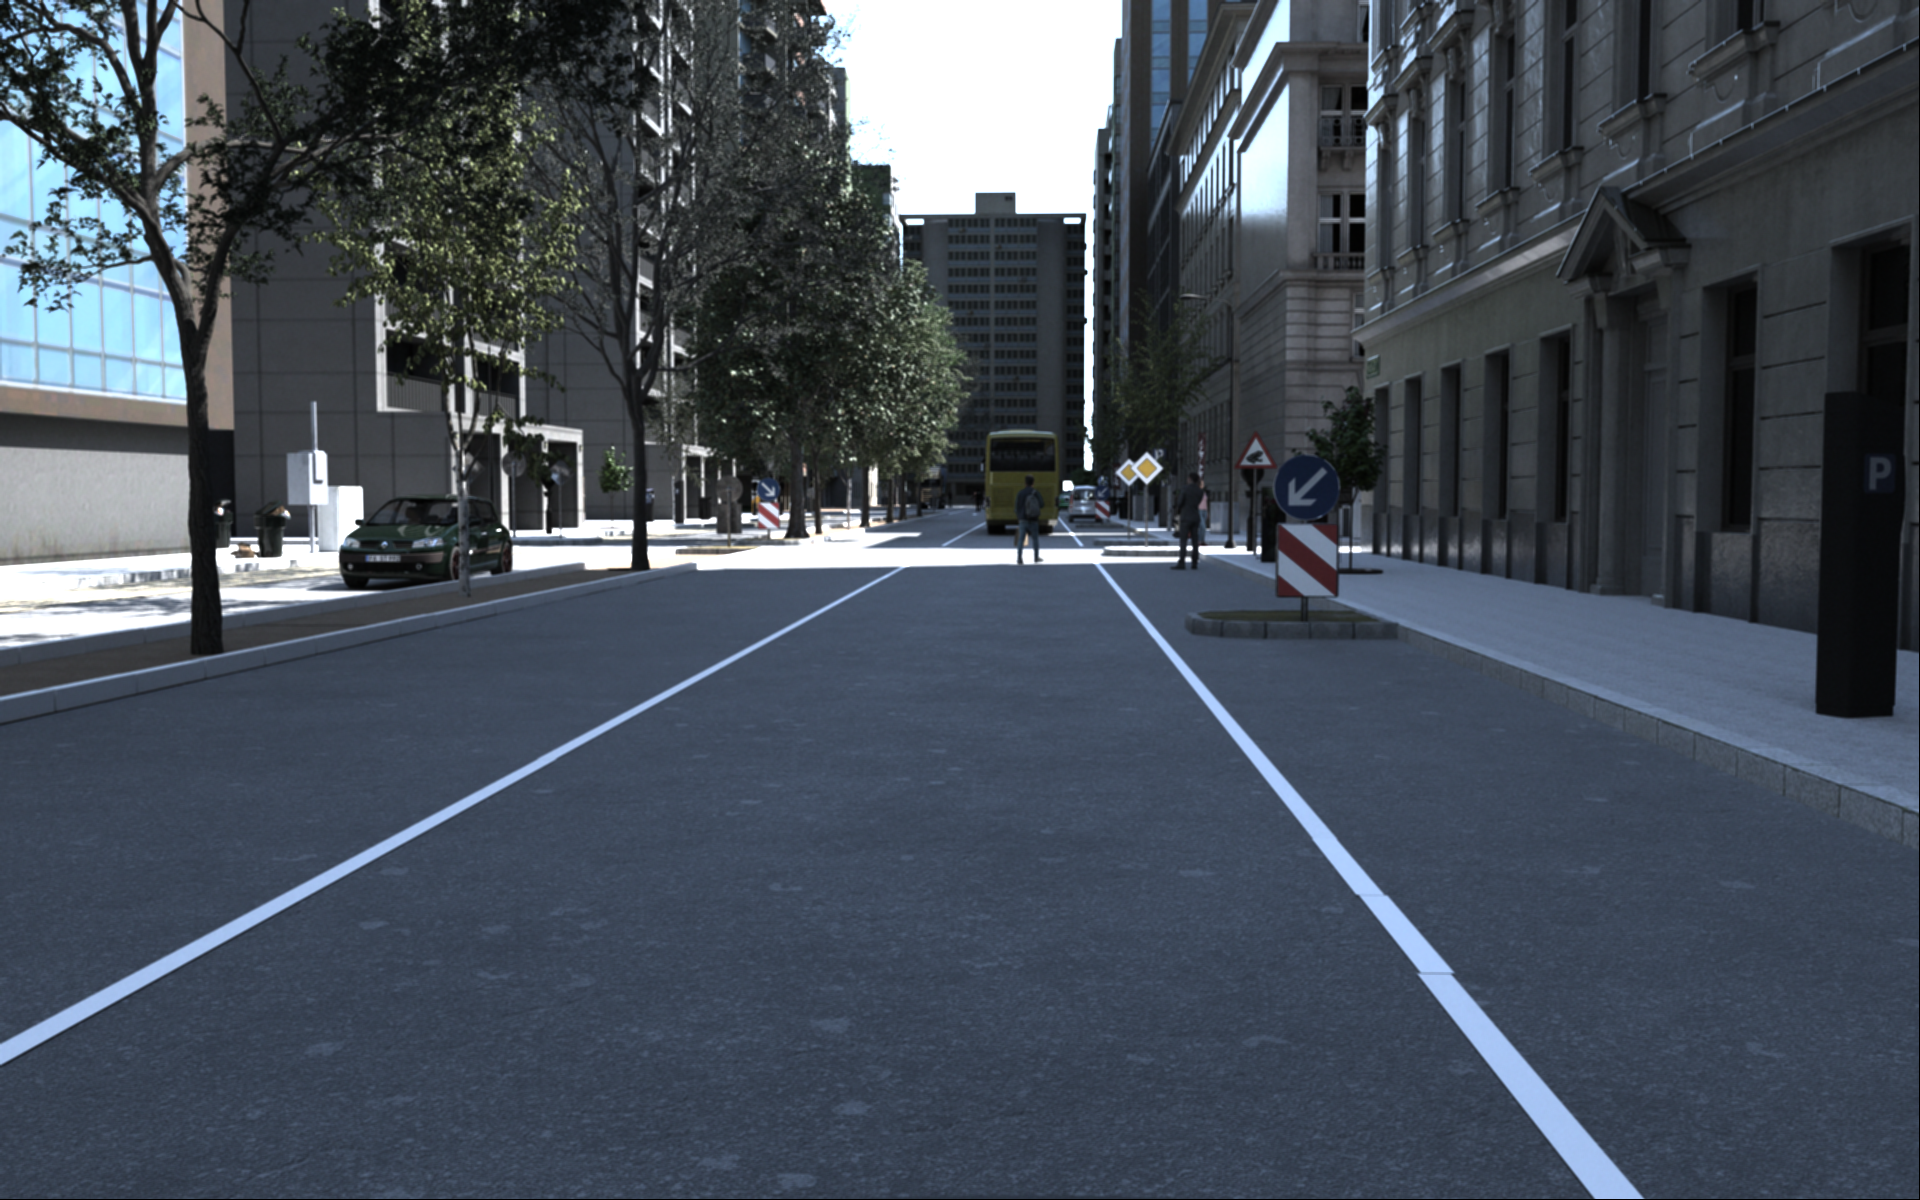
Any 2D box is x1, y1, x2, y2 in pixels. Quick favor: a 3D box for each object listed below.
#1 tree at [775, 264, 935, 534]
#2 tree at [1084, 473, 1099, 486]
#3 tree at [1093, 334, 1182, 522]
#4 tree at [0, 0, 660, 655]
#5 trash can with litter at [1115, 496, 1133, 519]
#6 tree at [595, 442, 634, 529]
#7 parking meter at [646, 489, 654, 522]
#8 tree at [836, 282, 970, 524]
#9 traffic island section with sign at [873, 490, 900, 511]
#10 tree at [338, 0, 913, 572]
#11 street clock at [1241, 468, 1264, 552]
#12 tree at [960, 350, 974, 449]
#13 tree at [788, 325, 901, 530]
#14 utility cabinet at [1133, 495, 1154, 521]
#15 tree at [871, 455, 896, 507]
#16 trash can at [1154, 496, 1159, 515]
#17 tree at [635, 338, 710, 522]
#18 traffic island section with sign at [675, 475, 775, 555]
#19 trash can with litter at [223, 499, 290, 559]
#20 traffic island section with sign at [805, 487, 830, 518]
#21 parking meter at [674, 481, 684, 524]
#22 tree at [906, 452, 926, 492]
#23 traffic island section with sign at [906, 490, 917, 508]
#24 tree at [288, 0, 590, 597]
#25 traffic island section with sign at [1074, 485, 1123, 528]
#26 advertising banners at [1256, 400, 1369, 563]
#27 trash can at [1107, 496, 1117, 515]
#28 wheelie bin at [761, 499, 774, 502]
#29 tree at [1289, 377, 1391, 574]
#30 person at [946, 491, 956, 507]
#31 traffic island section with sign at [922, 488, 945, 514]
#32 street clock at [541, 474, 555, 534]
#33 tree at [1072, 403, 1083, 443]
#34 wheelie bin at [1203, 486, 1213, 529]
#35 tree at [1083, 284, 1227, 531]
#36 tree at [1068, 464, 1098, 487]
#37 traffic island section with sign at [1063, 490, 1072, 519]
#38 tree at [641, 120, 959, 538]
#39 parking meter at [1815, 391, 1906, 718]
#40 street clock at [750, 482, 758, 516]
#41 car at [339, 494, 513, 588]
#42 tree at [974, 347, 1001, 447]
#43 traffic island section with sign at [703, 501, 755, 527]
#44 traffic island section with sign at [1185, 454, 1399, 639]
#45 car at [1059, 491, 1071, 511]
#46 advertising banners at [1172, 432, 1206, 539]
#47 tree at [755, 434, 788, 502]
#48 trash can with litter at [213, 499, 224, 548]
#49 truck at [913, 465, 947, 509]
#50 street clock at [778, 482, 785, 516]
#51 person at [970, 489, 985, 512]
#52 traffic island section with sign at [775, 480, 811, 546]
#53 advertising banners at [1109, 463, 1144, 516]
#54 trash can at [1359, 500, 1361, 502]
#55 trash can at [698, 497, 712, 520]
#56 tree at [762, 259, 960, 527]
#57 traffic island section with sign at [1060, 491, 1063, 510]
[{"bbox_3d":[-4.949,-7.606,61.225,8.767,10.594,7.601,0,4,3],"label":"tree"},{"bbox_3d":[11.561,-9.387,148.079,1.663,3.219,1.824,0,3,0],"label":"tree"},{"bbox_3d":[8.193,-7.844,78.610,4.360,8.622,3.978,0,3,0],"label":"tree"},{"bbox_3d":[-6.674,-4.807,15.470,8.767,10.594,7.601,0,4,3],"label":"tree"},{"bbox_3d":[8.508,-4.736,88.826,1.055,1.170,0.624,-3,5,-44],"label":"trash can with litter"},{"bbox_3d":[-12.949,-4.262,64.279,1.663,3.219,1.824,0,3,0],"label":"tree"},{"bbox_3d":[-14.232,-4.344,79.430,0.372,1.533,0.369,0,3,0],"label":"parking meter"},{"bbox_3d":[-3.307,-9.514,83.768,9.928,11.665,9.643,0,3,0],"label":"tree"},{"bbox_3d":[-6.487,-8.721,151.209,1.989,1.847,2.006,0,4,3],"label":"traffic island section with sign"},{"bbox_3d":[-5.944,-7.276,31.783,12.009,13.543,11.850,0,3,0],"label":"tree"},{"bbox_3d":[6.509,-2.082,38.609,0.471,2.002,0.358,-1,4,-8],"label":"street clock"},{"bbox_3d":[-3.145,-10.517,92.531,7.486,12.596,7.792,0,3,0],"label":"tree"},{"bbox_3d":[-4.403,-7.074,68.484,4.360,8.622,3.978,0,3,0],"label":"tree"},{"bbox_3d":[8.672,-4.326,81.885,1.020,1.237,0.306,-2,4,-24],"label":"utility cabinet"},{"bbox_3d":[-7.567,-13.646,173.472,4.737,8.622,4.395,0,3,0],"label":"tree"},{"bbox_3d":[11.627,-5.677,104.465,0.748,1.137,0.748,0,3,0],"label":"trash can"},{"bbox_3d":[-13.072,-7.875,79.117,4.360,8.622,3.978,0,3,0],"label":"tree"},{"bbox_3d":[-5.653,-2.043,41.548,2.006,1.907,1.989,0,4,3],"label":"traffic island section with sign"},{"bbox_3d":[-14.006,-1.422,34.643,0.624,1.170,1.055,3,5,42],"label":"trash can with litter"},{"bbox_3d":[-8.719,-5.719,102.131,1.989,1.847,2.006,0,4,3],"label":"traffic island section with sign"},{"bbox_3d":[-12.109,-4.220,74.713,0.399,1.863,0.255,3,4,38],"label":"parking meter"},{"bbox_3d":[-3.274,-8.997,99.923,4.360,8.622,3.978,0,3,0],"label":"tree"},{"bbox_3d":[-5.272,-10.368,178.137,1.989,1.847,2.006,0,4,3],"label":"traffic island section with sign"},{"bbox_3d":[-6.835,-4.323,23.506,4.737,8.622,4.395,0,3,0],"label":"tree"},{"bbox_3d":[5.898,-3.962,73.402,1.989,1.847,2.006,0,4,3],"label":"traffic island section with sign"},{"bbox_3d":[6.600,-2.211,32.341,2.074,3.025,0.090,1,4,10],"label":"advertising banners"},{"bbox_3d":[9.352,-5.794,106.384,0.748,1.137,0.748,0,3,0],"label":"trash can"},{"bbox_3d":[-11.828,-6.008,106.135,0.980,1.594,0.693,2,4,24],"label":"wheelie bin"},{"bbox_3d":[6.468,-2.058,28.250,1.663,3.219,1.824,0,3,0],"label":"tree"},{"bbox_3d":[-1.036,-10.890,186.557,1.348,1.822,0.705,2,4,25],"label":"person"},{"bbox_3d":[-1.901,-7.087,124.008,2.006,1.907,1.989,0,4,3],"label":"traffic island section with sign"},{"bbox_3d":[-13.128,-3.102,55.284,0.471,2.002,0.358,-1,4,-19],"label":"street clock"},{"bbox_3d":[9.343,-9.678,108.598,4.737,8.622,4.395,0,3,0],"label":"tree"},{"bbox_3d":[8.922,-3.435,64.063,0.693,1.594,0.980,-2,4,-29],"label":"wheelie bin"},{"bbox_3d":[7.067,-6.721,60.249,4.737,8.622,4.395,0,3,0],"label":"tree"},{"bbox_3d":[14.270,-13.270,200.683,4.285,4.588,4.351,0,3,0],"label":"tree"},{"bbox_3d":[7.165,-5.654,101.067,1.989,1.847,2.006,0,4,3],"label":"traffic island section with sign"},{"bbox_3d":[-4.949,-8.134,52.461,9.611,12.733,9.660,0,3,0],"label":"tree"},{"bbox_3d":[5.213,-0.264,10.021,0.399,1.863,0.255,-1,4,-18],"label":"parking meter"},{"bbox_3d":[-12.082,-5.952,101.891,0.358,2.002,0.471,3,5,41],"label":"street clock"},{"bbox_3d":[-8.481,-1.096,27.705,2.009,1.686,4.222,0,4,2],"label":"car"},{"bbox_3d":[-2.533,-11.938,108.018,12.009,13.543,11.850,0,3,0],"label":"tree"},{"bbox_3d":[-9.968,-4.063,75.062,1.989,1.847,2.006,0,4,3],"label":"traffic island section with sign"},{"bbox_3d":[3.388,-0.577,18.066,1.989,1.847,2.006,0,4,3],"label":"traffic island section with sign"},{"bbox_3d":[9.001,-8.342,145.195,1.959,1.807,4.718,0,4,3],"label":"car"},{"bbox_3d":[6.586,-3.274,49.711,0.090,3.025,2.074,-1,4,-18],"label":"advertising banners"},{"bbox_3d":[-11.805,-9.797,110.541,4.360,8.622,3.978,0,3,0],"label":"tree"},{"bbox_3d":[-17.661,-1.794,40.726,1.055,1.170,0.624,1,4,12],"label":"trash can with litter"},{"bbox_3d":[-2.778,-10.922,167.494,2.839,4.237,11.283,0,4,2],"label":"truck"},{"bbox_3d":[-10.695,-6.038,103.287,0.471,2.002,0.358,-3,4,-38],"label":"street clock"},{"bbox_3d":[1.434,-7.972,138.476,1.348,1.869,0.705,-2,4,-27],"label":"person"},{"bbox_3d":[-5.307,-2.496,48.947,2.006,1.907,1.989,0,4,3],"label":"traffic island section with sign"},{"bbox_3d":[9.585,-6.224,97.947,2.074,3.025,0.090,1,4,18],"label":"advertising banners"},{"bbox_3d":[9.826,-1.796,41.026,0.748,1.137,0.748,0,3,0],"label":"trash can"},{"bbox_3d":[-12.657,-4.546,85.984,0.748,1.137,0.748,0,3,0],"label":"trash can"},{"bbox_3d":[-4.160,-9.410,74.439,7.486,12.596,7.792,0,3,0],"label":"tree"},{"bbox_3d":[10.671,-10.377,178.289,1.989,1.847,2.006,0,4,3],"label":"traffic island section with sign"}]
